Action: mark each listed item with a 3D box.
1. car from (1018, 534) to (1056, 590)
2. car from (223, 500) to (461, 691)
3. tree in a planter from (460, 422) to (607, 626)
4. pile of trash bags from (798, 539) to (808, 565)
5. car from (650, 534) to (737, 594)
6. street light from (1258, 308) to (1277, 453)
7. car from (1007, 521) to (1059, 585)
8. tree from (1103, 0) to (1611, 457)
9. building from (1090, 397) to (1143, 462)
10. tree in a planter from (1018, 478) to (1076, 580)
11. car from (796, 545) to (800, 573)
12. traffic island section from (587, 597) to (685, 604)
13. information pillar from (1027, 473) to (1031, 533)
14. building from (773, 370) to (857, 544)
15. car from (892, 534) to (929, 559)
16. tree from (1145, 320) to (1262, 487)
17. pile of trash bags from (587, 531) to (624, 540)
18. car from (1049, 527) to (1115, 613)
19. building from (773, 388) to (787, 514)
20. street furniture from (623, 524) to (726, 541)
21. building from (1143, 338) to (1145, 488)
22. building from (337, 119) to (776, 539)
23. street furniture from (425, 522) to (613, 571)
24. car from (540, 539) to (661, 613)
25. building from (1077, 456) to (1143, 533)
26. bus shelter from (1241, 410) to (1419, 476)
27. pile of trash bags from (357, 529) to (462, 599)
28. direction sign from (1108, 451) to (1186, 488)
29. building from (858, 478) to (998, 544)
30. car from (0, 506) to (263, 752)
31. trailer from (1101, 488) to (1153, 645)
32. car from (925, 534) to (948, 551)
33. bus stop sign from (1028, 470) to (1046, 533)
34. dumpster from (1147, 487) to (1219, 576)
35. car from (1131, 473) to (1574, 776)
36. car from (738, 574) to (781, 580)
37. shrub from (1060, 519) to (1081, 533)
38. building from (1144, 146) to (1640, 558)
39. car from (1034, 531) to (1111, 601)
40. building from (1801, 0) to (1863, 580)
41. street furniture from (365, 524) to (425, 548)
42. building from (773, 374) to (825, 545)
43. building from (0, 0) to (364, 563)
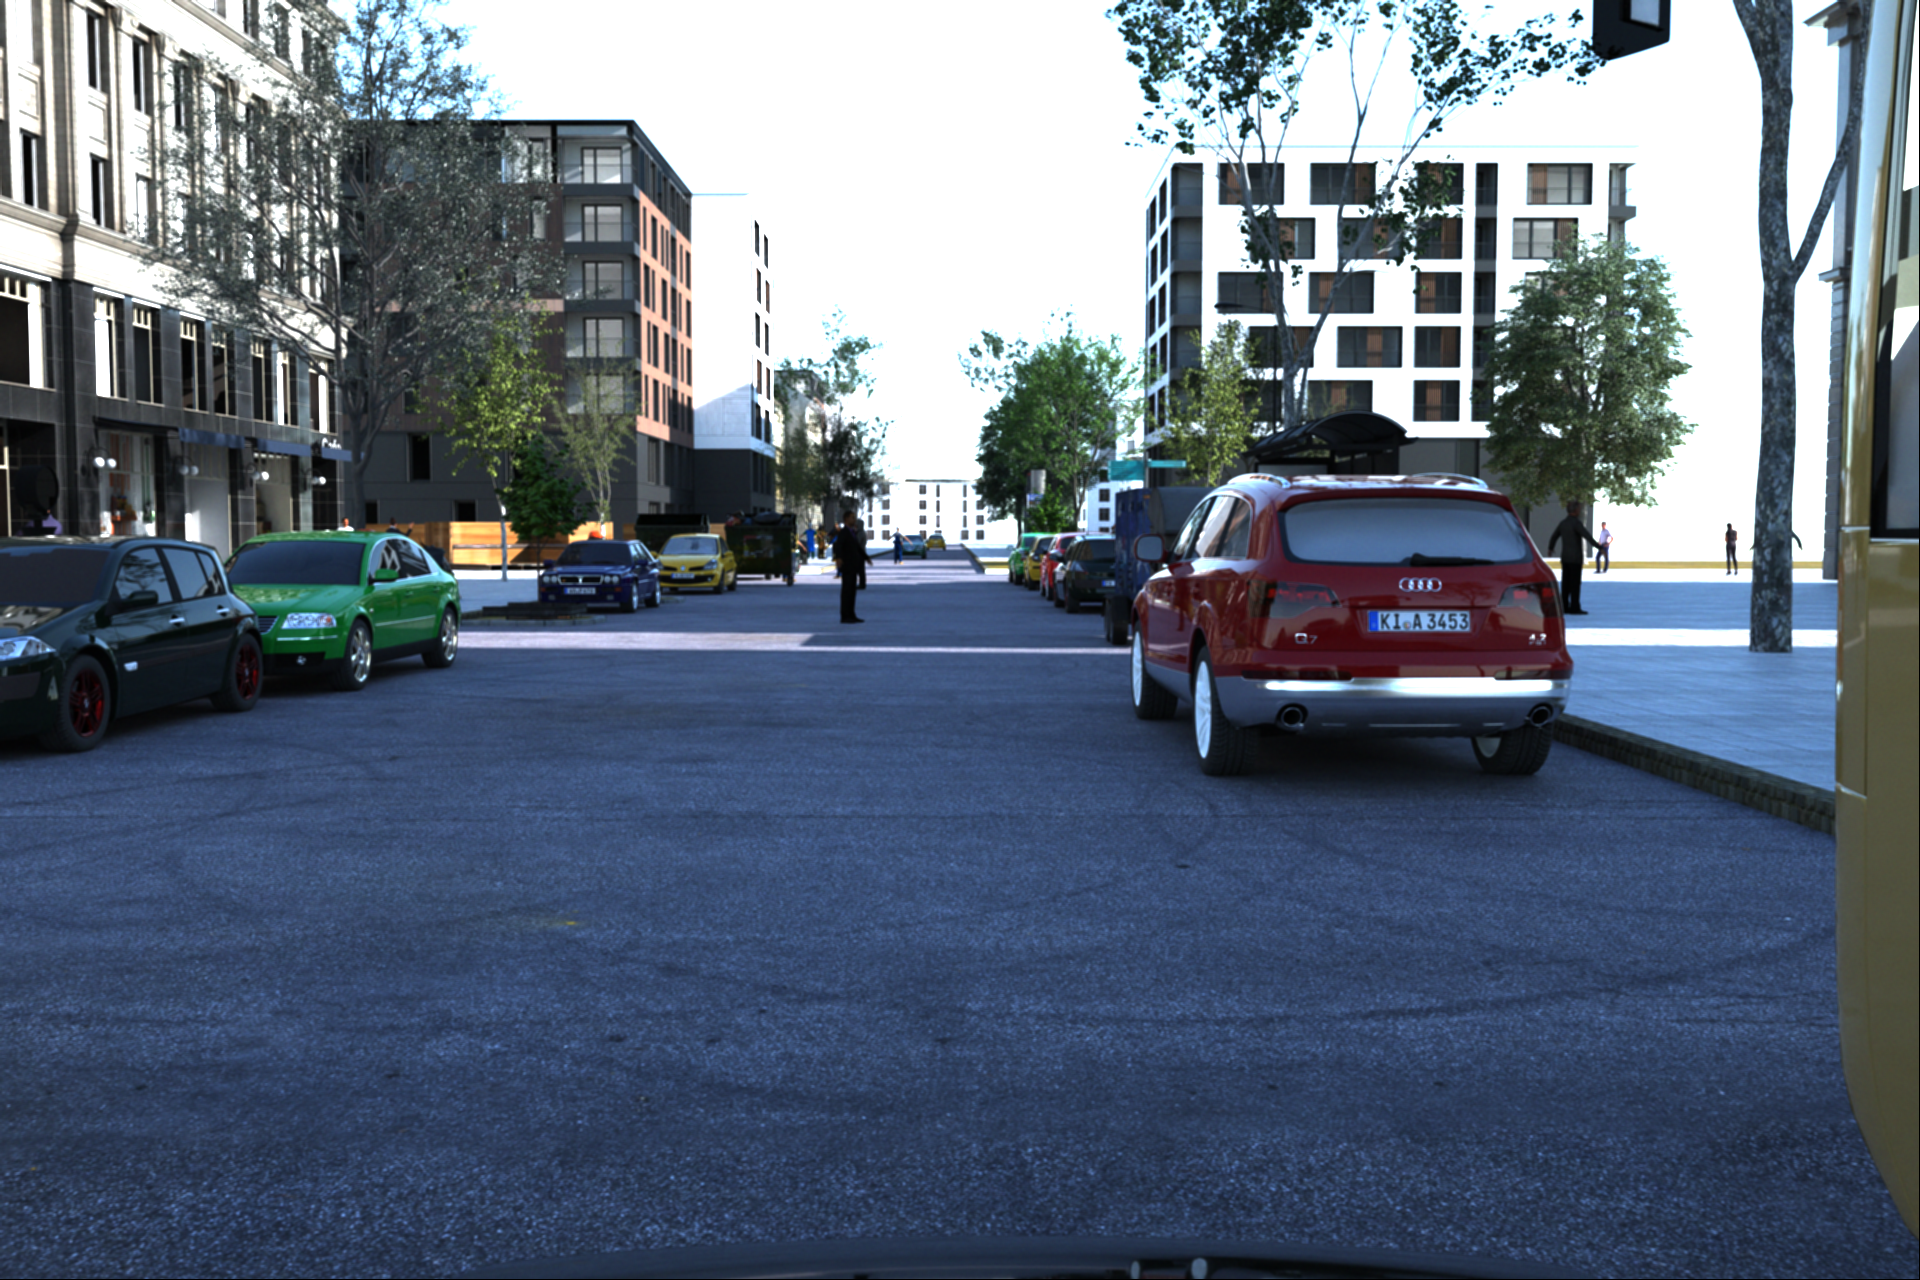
[{"bbox_3d":[2.563,-2.157,45.493,2.015,1.641,3.980,0,3,0],"label":"car"},{"bbox_3d":[-6.350,-0.514,17.204,1.959,1.807,4.718,0,4,0],"label":"car"},{"bbox_3d":[-6.793,-1.873,27.851,1.991,3.239,1.994,0,3,0],"label":"tree in a planter"},{"bbox_3d":[-7.255,-3.785,71.642,1.912,1.369,3.447,0,4,0],"label":"pile of trash bags"},{"bbox_3d":[-6.499,-1.969,42.423,2.015,1.641,3.980,0,4,-1],"label":"car"},{"bbox_3d":[6.863,-3.810,34.832,1.470,5.913,1.316,0,4,0],"label":"street light"},{"bbox_3d":[2.363,-2.520,49.992,1.959,1.807,4.718,0,4,-2],"label":"car"},{"bbox_3d":[9.419,-11.499,43.896,12.611,20.169,13.585,0,3,0],"label":"tree"},{"bbox_3d":[23.035,-23.360,238.351,16.016,20.090,11.380,0,3,0],"label":"building"},{"bbox_3d":[2.772,-3.530,54.935,1.991,3.239,1.994,0,4,0],"label":"tree in a planter"},{"bbox_3d":[-6.780,-3.245,62.844,2.009,1.686,4.222,0,4,0],"label":"car"},{"bbox_3d":[-6.831,-0.823,36.326,1.991,0.108,1.994,0,3,0],"label":"traffic island section"},{"bbox_3d":[3.184,-5.162,73.780,0.750,3.857,0.750,0,4,-1],"label":"information pillar"},{"bbox_3d":[-28.742,-23.703,231.513,27.936,21.610,32.646,0,4,0],"label":"building"},{"bbox_3d":[-2.869,-5.423,100.460,2.131,1.459,4.920,0,4,0],"label":"car"},{"bbox_3d":[8.657,-6.714,60.142,4.737,8.622,4.395,0,3,0],"label":"tree"},{"bbox_3d":[-10.608,-2.580,51.941,1.912,1.369,3.447,0,4,-1],"label":"pile of trash bags"},{"bbox_3d":[2.725,-1.402,32.711,2.009,1.686,4.222,0,4,-1],"label":"car"},{"bbox_3d":[-28.911,-21.674,185.299,19.493,23.208,18.063,0,4,-1],"label":"building"},{"bbox_3d":[-13.439,-4.203,75.577,9.812,1.723,11.010,0,4,-2],"label":"street furniture"},{"bbox_3d":[25.008,-16.831,141.644,16.747,18.905,31.486,0,3,0],"label":"building"},{"bbox_3d":[-26.552,-15.782,102.005,27.936,21.610,32.646,0,3,0],"label":"building"},{"bbox_3d":[-15.998,-3.611,65.888,9.812,1.723,11.010,-3,5,-45],"label":"street furniture"},{"bbox_3d":[-6.753,-1.226,32.628,1.945,1.354,3.894,0,4,0],"label":"car"},{"bbox_3d":[19.082,-15.814,200.702,9.099,9.664,28.070,0,4,-1],"label":"building"},{"bbox_3d":[6.478,-2.272,31.072,2.014,3.302,5.546,0,3,0],"label":"bus shelter"},{"bbox_3d":[-10.624,-1.389,32.465,1.912,1.369,3.447,0,4,-1],"label":"pile of trash bags"},{"bbox_3d":[6.033,-4.080,55.478,2.525,3.948,1.411,0,3,0],"label":"direction sign"},{"bbox_3d":[-8.235,-19.151,257.721,28.070,9.664,9.099,0,4,-2],"label":"building"},{"bbox_3d":[-6.588,-0.172,12.599,2.009,1.686,4.222,0,3,0],"label":"car"},{"bbox_3d":[2.648,-1.002,23.429,1.471,1.999,3.904,0,4,-1],"label":"trailer"},{"bbox_3d":[-2.097,-8.686,152.235,2.015,1.641,3.980,0,3,0],"label":"car"},{"bbox_3d":[3.210,-5.026,71.198,0.837,3.901,0.837,0,3,0],"label":"bus stop sign"},{"bbox_3d":[2.640,-0.461,15.754,1.865,1.857,1.264,0,4,-2],"label":"dumpster"},{"bbox_3d":[2.407,-0.193,11.827,2.281,1.827,5.304,0,4,-1],"label":"car"},{"bbox_3d":[-6.715,-2.760,55.345,2.015,1.641,3.980,0,4,0],"label":"car"},{"bbox_3d":[4.523,-4.230,73.581,1.690,2.028,1.600,0,3,0],"label":"shrub"},{"bbox_3d":[25.137,-16.134,107.759,27.936,21.610,32.646,0,3,0],"label":"building"},{"bbox_3d":[2.749,-1.816,38.740,2.155,1.783,4.494,0,3,0],"label":"car"},{"bbox_3d":[28.087,-11.732,32.472,13.314,22.015,24.055,0,3,0],"label":"building"},{"bbox_3d":[-25.515,-4.338,77.777,9.812,1.723,11.010,0,4,-8],"label":"street furniture"},{"bbox_3d":[-26.428,-22.855,204.610,19.493,23.208,18.063,0,4,1],"label":"building"},{"bbox_3d":[-29.671,-16.788,54.080,16.754,29.471,25.880,0,4,0],"label":"building"}]
